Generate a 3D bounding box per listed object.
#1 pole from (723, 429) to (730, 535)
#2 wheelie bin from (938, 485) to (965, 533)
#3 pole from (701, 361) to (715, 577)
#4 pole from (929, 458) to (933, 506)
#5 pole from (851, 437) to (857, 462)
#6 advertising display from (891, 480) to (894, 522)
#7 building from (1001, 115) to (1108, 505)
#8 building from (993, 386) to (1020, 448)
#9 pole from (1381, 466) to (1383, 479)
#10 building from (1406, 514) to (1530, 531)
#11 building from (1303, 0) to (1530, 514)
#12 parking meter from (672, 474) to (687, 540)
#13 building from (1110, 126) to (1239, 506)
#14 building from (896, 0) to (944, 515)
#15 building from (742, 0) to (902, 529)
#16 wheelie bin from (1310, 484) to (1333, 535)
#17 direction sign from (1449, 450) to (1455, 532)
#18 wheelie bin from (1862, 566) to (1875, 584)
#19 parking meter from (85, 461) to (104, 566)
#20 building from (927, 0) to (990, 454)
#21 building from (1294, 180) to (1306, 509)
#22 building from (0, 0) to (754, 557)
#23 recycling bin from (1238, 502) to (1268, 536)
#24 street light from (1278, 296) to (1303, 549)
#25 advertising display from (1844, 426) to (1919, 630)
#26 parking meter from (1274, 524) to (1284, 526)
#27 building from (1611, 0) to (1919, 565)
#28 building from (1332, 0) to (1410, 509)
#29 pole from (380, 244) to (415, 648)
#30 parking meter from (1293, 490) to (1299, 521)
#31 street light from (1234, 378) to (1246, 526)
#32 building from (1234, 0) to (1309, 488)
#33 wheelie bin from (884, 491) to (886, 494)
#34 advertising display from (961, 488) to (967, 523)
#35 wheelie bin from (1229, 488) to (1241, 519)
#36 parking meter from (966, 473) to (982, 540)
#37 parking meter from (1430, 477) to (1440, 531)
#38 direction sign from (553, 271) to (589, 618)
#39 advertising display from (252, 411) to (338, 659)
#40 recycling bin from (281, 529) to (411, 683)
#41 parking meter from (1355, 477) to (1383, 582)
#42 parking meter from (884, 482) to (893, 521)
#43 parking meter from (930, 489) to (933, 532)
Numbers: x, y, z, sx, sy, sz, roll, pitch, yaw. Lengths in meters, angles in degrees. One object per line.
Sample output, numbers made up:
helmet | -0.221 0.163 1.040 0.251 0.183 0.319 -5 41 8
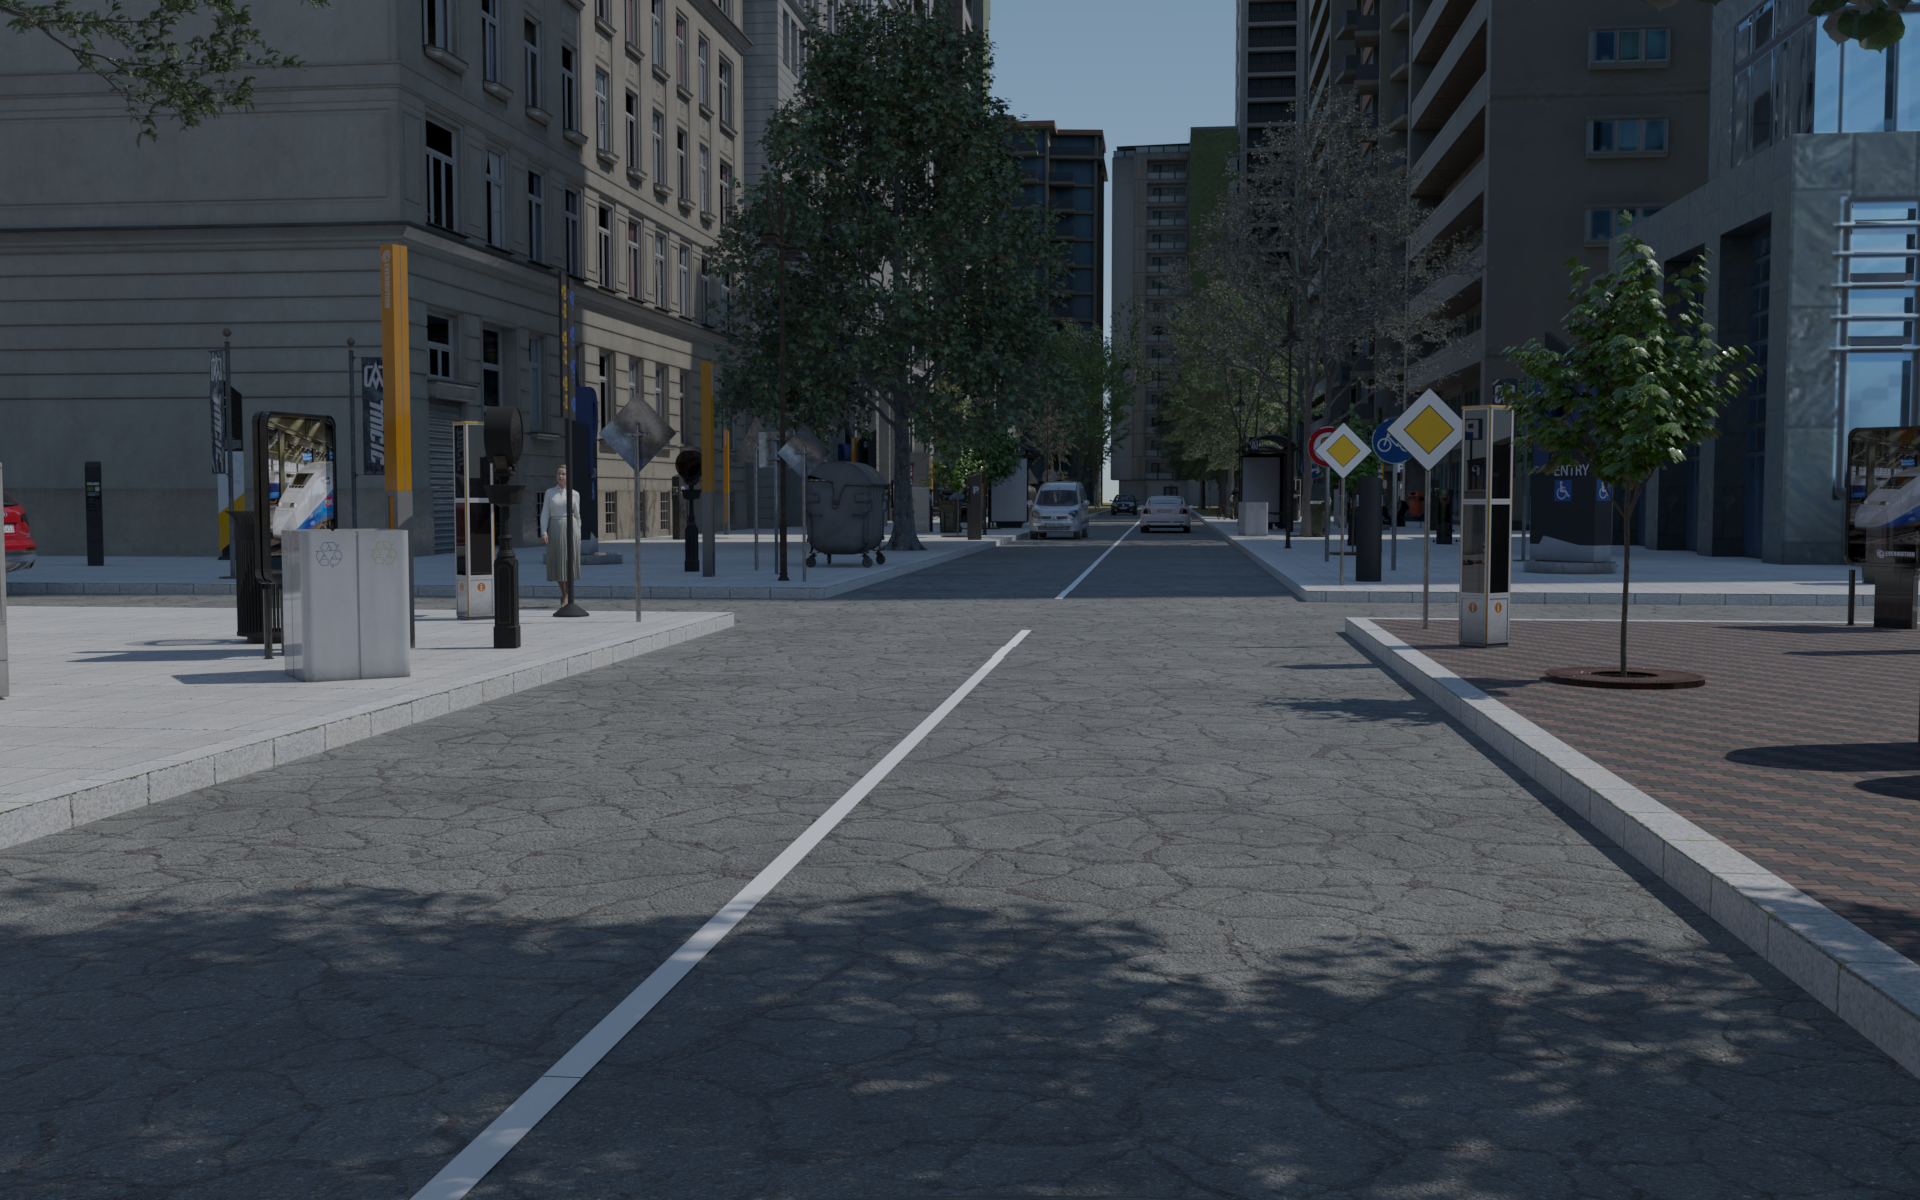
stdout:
pole | -7.330 -3.699 54.330 0.158 3.312 0.155 0 3 0
wheelie bin | -0.301 -3.009 57.106 0.980 1.594 0.693 2 4 23
pole | -3.893 -2.014 26.767 0.158 3.312 0.155 0 3 0
pole | -1.626 -6.334 97.397 0.158 3.312 0.155 0 3 0
pole | -3.812 -4.196 62.446 0.158 3.312 0.155 0 3 0
advertising display | -2.913 -4.499 78.766 0.123 1.923 0.974 1 4 18
building | 2.613 -33.562 203.360 28.867 44.769 22.147 0 4 7
building | -10.918 -51.660 157.309 31.000 86.520 22.319 0 4 7
pole | 23.491 -6.283 96.563 0.158 3.312 0.155 0 3 0
building | 30.134 -27.199 68.408 21.300 48.544 21.600 0 4 7
building | 39.444 -31.508 138.849 21.300 48.544 21.600 0 4 7
parking meter | -7.878 -2.622 48.579 0.255 1.863 0.399 2 4 28
building | 24.177 -31.359 196.319 14.086 41.232 14.154 0 4 7
building | -10.663 -41.140 110.885 20.563 71.187 20.611 0 4 7
building | -10.200 -18.396 78.273 11.434 29.767 29.804 0 4 7
wheelie bin | 11.149 -2.811 53.872 0.980 1.594 0.693 3 4 37
direction sign | 16.708 -4.099 59.018 0.379 3.537 0.876 1 4 20
wheelie bin | 13.227 -1.029 24.737 0.693 1.594 0.980 3 5 45
parking meter | -15.454 -1.542 30.919 0.255 1.863 0.399 -2 4 -24
building | -5.439 -27.224 128.703 14.154 41.232 14.086 0 4 7
building | 37.433 -23.602 157.589 14.160 30.474 14.107 0 4 7
building | -16.651 -13.204 49.163 16.112 22.955 30.059 0 4 7
recycling bin | 9.008 -2.489 53.245 0.722 1.027 0.722 -1 4 -10
street light | 7.734 -4.152 40.671 0.468 5.910 1.993 0 4 7
advertising display | 8.942 -0.690 16.502 0.123 1.923 0.974 -2 4 -35
parking meter | 12.530 -3.808 67.973 0.399 1.863 0.255 0 4 -1
building | 31.591 -44.361 37.979 31.000 86.520 22.319 0 4 7
building | 36.386 -28.094 113.963 22.147 44.769 28.867 0 4 7
pole | -4.647 -1.252 14.311 0.158 3.312 0.155 0 3 0
parking meter | 15.861 -4.503 82.035 0.372 1.533 0.369 0 3 0
street light | 11.158 -5.889 69.070 0.468 5.910 1.993 0 4 7
building | 41.790 -46.381 196.574 20.611 71.187 20.563 0 4 7
wheelie bin | -3.719 -4.218 76.876 0.693 1.594 0.980 -3 5 -41
advertising display | 0.200 -4.430 77.645 0.974 1.923 0.123 0 4 -5
wheelie bin | 14.104 -4.889 87.845 0.693 1.594 0.980 3 5 43
parking meter | 0.390 -2.607 48.337 0.399 1.863 0.255 -1 4 -18
parking meter | 16.621 -3.367 60.756 0.255 1.863 0.399 -1 4 -17
direction sign | -4.083 -1.595 18.071 0.379 3.537 0.876 0 4 -4
advertising display | -5.290 -0.527 13.835 0.123 1.923 0.974 1 4 12
recycling bin | -4.337 0.020 12.228 0.722 1.027 0.722 -2 4 -32
parking meter | 6.006 -1.040 25.423 0.372 1.533 0.369 0 3 0
parking meter | -3.397 -4.685 82.308 0.399 1.863 0.255 3 4 37
parking meter | -1.102 -3.074 58.670 0.372 1.533 0.369 0 3 0
